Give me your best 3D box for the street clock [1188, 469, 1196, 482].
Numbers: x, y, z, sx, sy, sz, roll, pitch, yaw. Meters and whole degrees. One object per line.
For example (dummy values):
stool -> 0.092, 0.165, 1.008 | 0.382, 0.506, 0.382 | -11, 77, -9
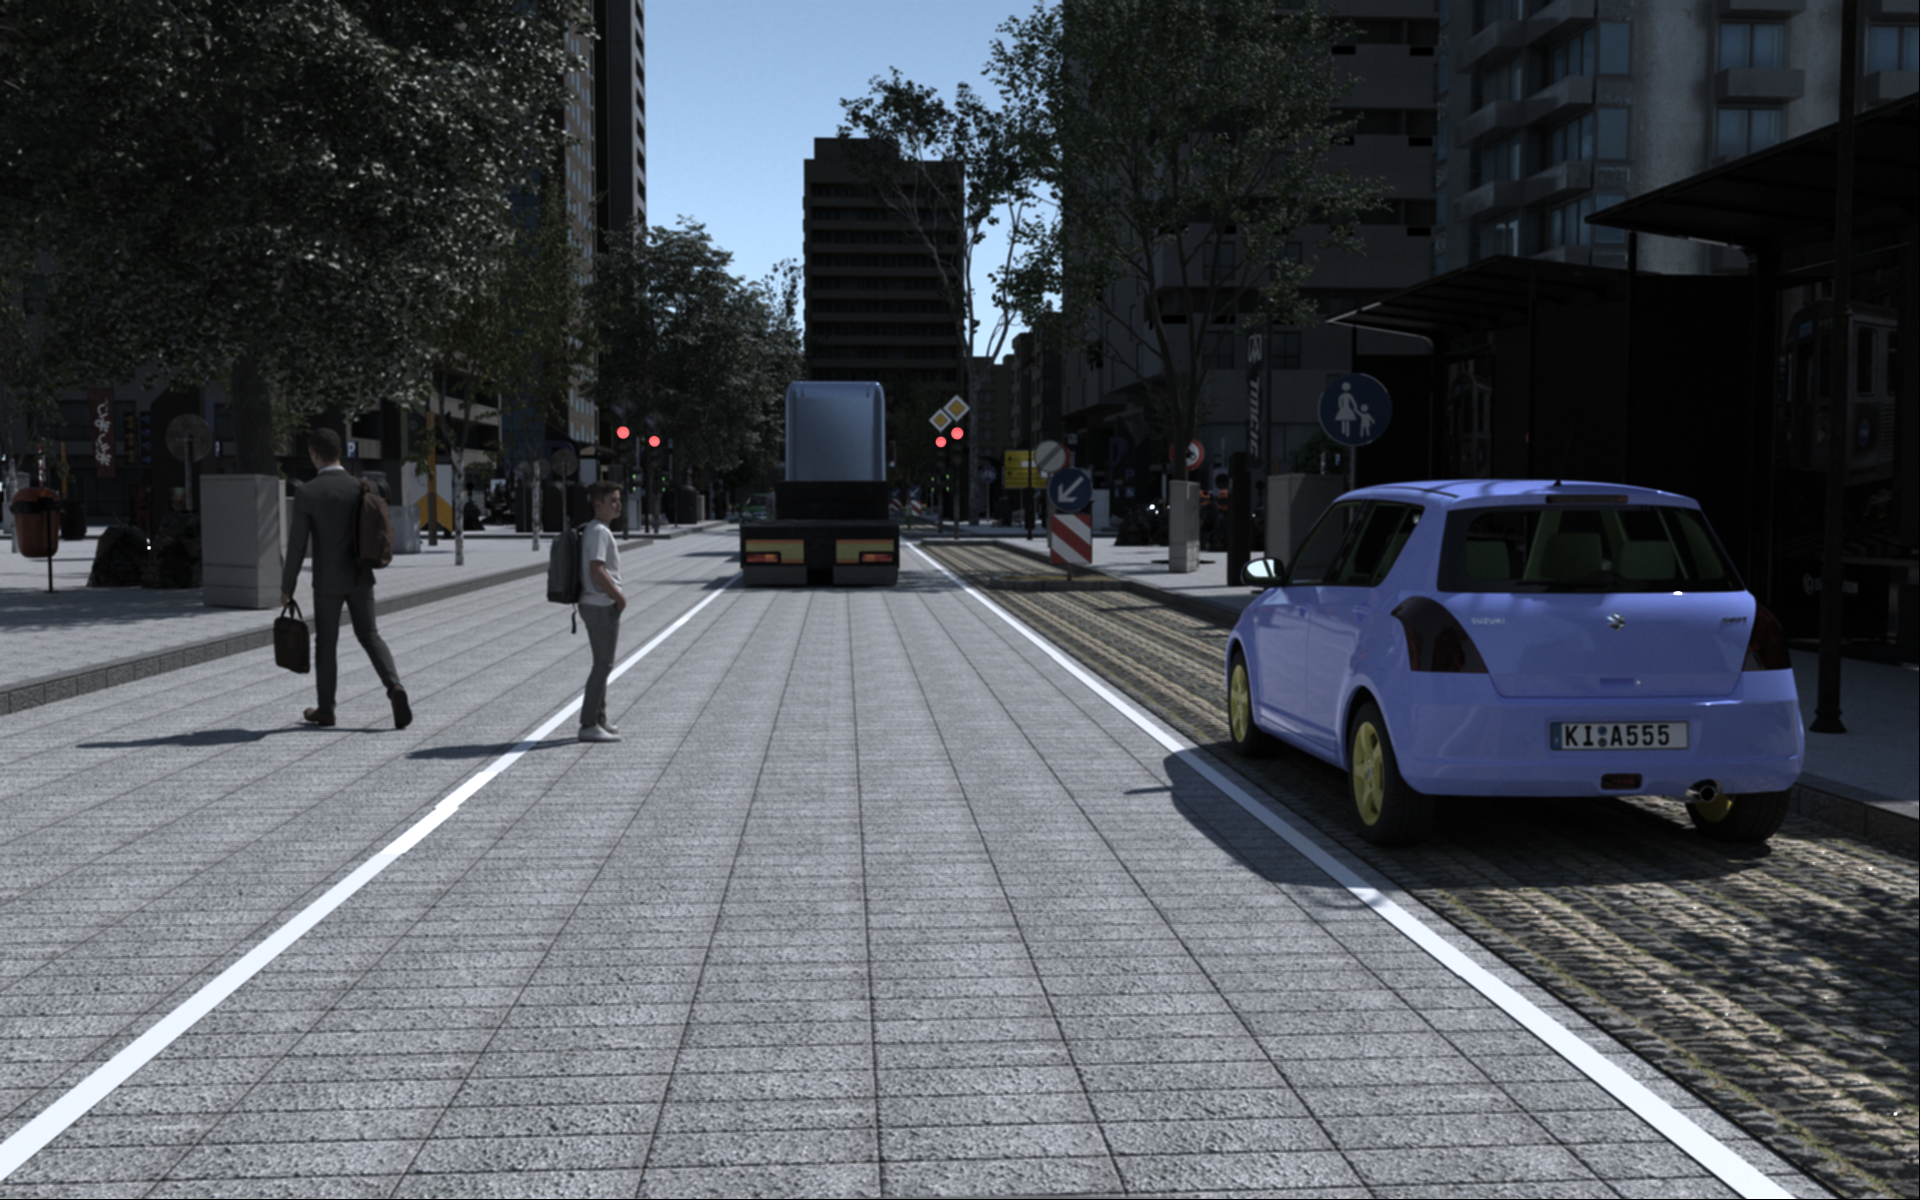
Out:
street clock -> 5.140, -2.089, 38.732 | 0.358, 2.002, 0.471 | 0, 4, 1

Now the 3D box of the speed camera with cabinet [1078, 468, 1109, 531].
speed camera with cabinet -> 4.742, -4.088, 61.179 | 2.038, 3.252, 0.660 | 3, 5, 44

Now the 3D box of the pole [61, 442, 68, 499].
pole -> -34.904, -4.506, 67.517 | 0.158, 3.312, 0.155 | 0, 3, 0

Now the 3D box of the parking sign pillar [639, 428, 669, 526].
parking sign pillar -> -12.633, -5.023, 70.592 | 1.447, 3.967, 1.447 | 1, 4, 14

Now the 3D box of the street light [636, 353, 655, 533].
street light -> -10.315, -5.146, 56.924 | 0.468, 5.910, 1.993 | 0, 4, -4

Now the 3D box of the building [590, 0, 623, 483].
building -> -41.048, -43.724, 153.135 | 20.563, 71.187, 20.611 | 0, 4, -4

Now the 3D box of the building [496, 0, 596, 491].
building -> -36.870, -29.730, 136.193 | 14.600, 45.320, 14.200 | 0, 4, -4

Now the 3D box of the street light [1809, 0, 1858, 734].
street light -> 4.689, -2.226, 9.179 | 0.468, 5.910, 1.993 | 0, 4, -4

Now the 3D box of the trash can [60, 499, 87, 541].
trash can -> -24.532, -2.215, 47.875 | 0.748, 1.137, 0.748 | 0, 3, 0

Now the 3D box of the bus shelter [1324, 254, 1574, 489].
bus shelter -> 5.907, -1.765, 20.144 | 1.731, 3.624, 6.357 | 0, 4, -4

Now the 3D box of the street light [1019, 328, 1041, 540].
street light -> 1.953, -4.618, 48.295 | 0.468, 5.910, 1.993 | 0, 4, -4

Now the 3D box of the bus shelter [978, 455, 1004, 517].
bus shelter -> 1.197, -6.084, 93.405 | 2.014, 3.302, 5.546 | 0, 4, -4

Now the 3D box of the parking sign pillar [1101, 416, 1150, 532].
parking sign pillar -> 5.518, -4.304, 58.847 | 1.447, 3.967, 1.447 | -1, 4, -18

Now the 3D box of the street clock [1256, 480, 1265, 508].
street clock -> 15.753, -5.275, 90.813 | 0.471, 2.002, 0.358 | 3, 5, 45

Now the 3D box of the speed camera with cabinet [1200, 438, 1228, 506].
speed camera with cabinet -> 8.555, -4.078, 61.014 | 2.038, 3.252, 0.660 | 1, 4, 8

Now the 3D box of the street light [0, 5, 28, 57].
street light -> -7.395, -2.444, 12.741 | 0.468, 5.910, 1.993 | 0, 4, -4

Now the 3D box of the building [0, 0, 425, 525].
building -> -32.509, -18.623, 76.180 | 14.160, 30.474, 14.107 | 0, 4, -4

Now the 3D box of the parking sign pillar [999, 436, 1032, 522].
parking sign pillar -> 2.787, -5.643, 80.742 | 1.447, 3.967, 1.447 | 2, 4, 27

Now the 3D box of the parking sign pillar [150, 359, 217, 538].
parking sign pillar -> -15.650, -2.842, 34.934 | 1.447, 3.967, 1.447 | 1, 4, 21

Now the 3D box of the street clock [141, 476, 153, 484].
street clock -> -31.981, -3.894, 68.239 | 0.471, 2.002, 0.358 | 1, 4, 9

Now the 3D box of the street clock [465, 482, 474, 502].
street clock -> -29.485, -6.095, 104.219 | 0.471, 2.002, 0.358 | -3, 4, -37

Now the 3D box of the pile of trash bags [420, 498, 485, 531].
pile of trash bags -> -18.275, -3.131, 60.939 | 3.447, 1.369, 1.912 | 3, 5, 42

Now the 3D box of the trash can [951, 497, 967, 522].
trash can -> -0.066, -4.678, 88.146 | 0.748, 1.137, 0.748 | 0, 3, 0

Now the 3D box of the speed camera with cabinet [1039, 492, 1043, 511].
speed camera with cabinet -> 5.139, -8.249, 129.201 | 2.038, 3.252, 0.660 | 0, 4, 1

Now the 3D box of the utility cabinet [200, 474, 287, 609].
utility cabinet -> -8.099, -0.663, 19.522 | 1.173, 1.500, 0.318 | 3, 4, 38

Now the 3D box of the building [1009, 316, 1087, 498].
building -> 20.587, -20.542, 180.894 | 27.650, 21.520, 28.899 | 0, 4, -4

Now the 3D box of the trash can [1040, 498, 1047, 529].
trash can -> 3.314, -3.201, 63.988 | 0.748, 1.137, 0.748 | 0, 3, 0

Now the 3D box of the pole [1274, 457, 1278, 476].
pole -> 17.448, -6.224, 95.604 | 0.158, 3.312, 0.155 | 0, 3, 0

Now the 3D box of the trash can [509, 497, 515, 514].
trash can -> -20.503, -4.187, 80.106 | 0.748, 1.137, 0.748 | 0, 3, 0

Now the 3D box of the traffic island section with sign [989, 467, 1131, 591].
traffic island section with sign -> 1.471, -1.080, 26.292 | 1.989, 1.847, 2.006 | 0, 4, -4

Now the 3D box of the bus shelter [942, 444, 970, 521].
bus shelter -> -0.200, -5.681, 84.162 | 1.731, 3.624, 6.357 | 0, 4, -4

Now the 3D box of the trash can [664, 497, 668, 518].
trash can -> -15.548, -4.979, 93.065 | 0.748, 1.137, 0.748 | 0, 3, 0

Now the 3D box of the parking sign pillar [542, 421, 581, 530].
parking sign pillar -> -14.401, -4.533, 62.585 | 1.447, 3.967, 1.447 | 0, 4, -2

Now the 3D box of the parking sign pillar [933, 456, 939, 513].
parking sign pillar -> -1.542, -7.898, 117.606 | 1.447, 3.967, 1.447 | 1, 4, 8

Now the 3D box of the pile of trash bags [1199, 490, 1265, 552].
pile of trash bags -> 6.322, -1.845, 39.925 | 1.912, 1.369, 3.447 | 0, 4, -2

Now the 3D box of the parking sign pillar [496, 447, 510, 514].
parking sign pillar -> -24.252, -6.331, 91.992 | 1.447, 3.967, 1.447 | 0, 4, -1

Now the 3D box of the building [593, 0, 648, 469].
building -> -47.176, -39.009, 179.803 | 28.212, 58.520, 21.231 | 0, 4, -4

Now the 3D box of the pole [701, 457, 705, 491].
pole -> -13.977, -6.137, 94.184 | 0.158, 3.312, 0.155 | 0, 3, 0

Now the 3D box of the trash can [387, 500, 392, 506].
trash can -> -13.383, -1.711, 39.633 | 0.748, 1.137, 0.748 | 0, 3, 0

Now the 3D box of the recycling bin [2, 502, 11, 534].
recycling bin -> -30.364, -2.653, 55.930 | 0.722, 1.027, 0.722 | 0, 4, 7

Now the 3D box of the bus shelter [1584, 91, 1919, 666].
bus shelter -> 6.346, -1.253, 11.768 | 1.731, 3.624, 6.357 | 0, 4, -4

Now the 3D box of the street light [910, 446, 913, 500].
street light -> -3.712, -9.710, 131.545 | 0.468, 5.910, 1.993 | 0, 4, -4

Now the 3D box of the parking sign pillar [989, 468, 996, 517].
parking sign pillar -> 2.251, -6.682, 97.721 | 1.447, 3.967, 1.447 | 1, 4, 16

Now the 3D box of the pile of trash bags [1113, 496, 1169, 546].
pile of trash bags -> 5.410, -2.083, 43.806 | 1.912, 1.369, 3.447 | 2, 4, 34

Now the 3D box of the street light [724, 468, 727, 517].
street light -> -13.048, -7.541, 96.076 | 0.468, 5.910, 1.993 | 0, 4, -4

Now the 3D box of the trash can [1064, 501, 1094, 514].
trash can -> 2.628, -1.642, 38.498 | 0.748, 1.137, 0.748 | 0, 3, 0

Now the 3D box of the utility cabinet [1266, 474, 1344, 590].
utility cabinet -> 3.841, -0.650, 19.302 | 0.318, 1.500, 1.173 | 3, 5, 41

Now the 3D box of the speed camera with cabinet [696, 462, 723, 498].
speed camera with cabinet -> -15.150, -6.650, 103.070 | 2.038, 3.252, 0.660 | 0, 3, 0

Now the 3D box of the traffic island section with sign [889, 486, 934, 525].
traffic island section with sign -> -2.279, -4.454, 81.444 | 1.989, 1.847, 2.006 | 0, 4, -4

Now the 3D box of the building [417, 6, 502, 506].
building -> -41.897, -29.651, 108.488 | 21.300, 48.544, 21.600 | 0, 4, -4

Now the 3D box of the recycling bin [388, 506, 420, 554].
recycling bin -> -12.130, -1.517, 37.359 | 0.722, 1.027, 0.722 | 0, 4, 8

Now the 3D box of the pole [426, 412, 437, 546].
pole -> -13.108, -3.005, 42.976 | 0.158, 3.312, 0.155 | 0, 3, 0

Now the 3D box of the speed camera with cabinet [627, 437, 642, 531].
speed camera with cabinet -> -11.524, -4.072, 60.914 | 0.660, 3.252, 2.038 | -1, 4, -12

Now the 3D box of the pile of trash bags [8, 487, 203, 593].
pile of trash bags -> -11.281, -0.861, 23.823 | 1.912, 1.369, 3.447 | 2, 4, 32

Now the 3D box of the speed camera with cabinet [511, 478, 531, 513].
speed camera with cabinet -> -30.448, -7.753, 121.090 | 0.660, 3.252, 2.038 | 2, 4, 31

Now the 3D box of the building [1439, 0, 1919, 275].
building -> 38.455, -28.265, 81.749 | 30.456, 49.044, 23.786 | 0, 4, -4

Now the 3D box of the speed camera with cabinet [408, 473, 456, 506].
speed camera with cabinet -> -23.337, -5.029, 76.559 | 2.038, 3.252, 0.660 | -1, 4, -13

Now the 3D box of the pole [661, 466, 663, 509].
pole -> -17.117, -6.441, 99.152 | 0.158, 3.312, 0.155 | 0, 3, 0

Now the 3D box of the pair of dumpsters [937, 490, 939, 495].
pair of dumpsters -> -0.501, -6.455, 108.037 | 1.574, 2.255, 4.437 | 0, 4, -4

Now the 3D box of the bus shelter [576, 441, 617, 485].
bus shelter -> -14.709, -4.550, 68.319 | 2.014, 3.302, 5.546 | 0, 4, -4
